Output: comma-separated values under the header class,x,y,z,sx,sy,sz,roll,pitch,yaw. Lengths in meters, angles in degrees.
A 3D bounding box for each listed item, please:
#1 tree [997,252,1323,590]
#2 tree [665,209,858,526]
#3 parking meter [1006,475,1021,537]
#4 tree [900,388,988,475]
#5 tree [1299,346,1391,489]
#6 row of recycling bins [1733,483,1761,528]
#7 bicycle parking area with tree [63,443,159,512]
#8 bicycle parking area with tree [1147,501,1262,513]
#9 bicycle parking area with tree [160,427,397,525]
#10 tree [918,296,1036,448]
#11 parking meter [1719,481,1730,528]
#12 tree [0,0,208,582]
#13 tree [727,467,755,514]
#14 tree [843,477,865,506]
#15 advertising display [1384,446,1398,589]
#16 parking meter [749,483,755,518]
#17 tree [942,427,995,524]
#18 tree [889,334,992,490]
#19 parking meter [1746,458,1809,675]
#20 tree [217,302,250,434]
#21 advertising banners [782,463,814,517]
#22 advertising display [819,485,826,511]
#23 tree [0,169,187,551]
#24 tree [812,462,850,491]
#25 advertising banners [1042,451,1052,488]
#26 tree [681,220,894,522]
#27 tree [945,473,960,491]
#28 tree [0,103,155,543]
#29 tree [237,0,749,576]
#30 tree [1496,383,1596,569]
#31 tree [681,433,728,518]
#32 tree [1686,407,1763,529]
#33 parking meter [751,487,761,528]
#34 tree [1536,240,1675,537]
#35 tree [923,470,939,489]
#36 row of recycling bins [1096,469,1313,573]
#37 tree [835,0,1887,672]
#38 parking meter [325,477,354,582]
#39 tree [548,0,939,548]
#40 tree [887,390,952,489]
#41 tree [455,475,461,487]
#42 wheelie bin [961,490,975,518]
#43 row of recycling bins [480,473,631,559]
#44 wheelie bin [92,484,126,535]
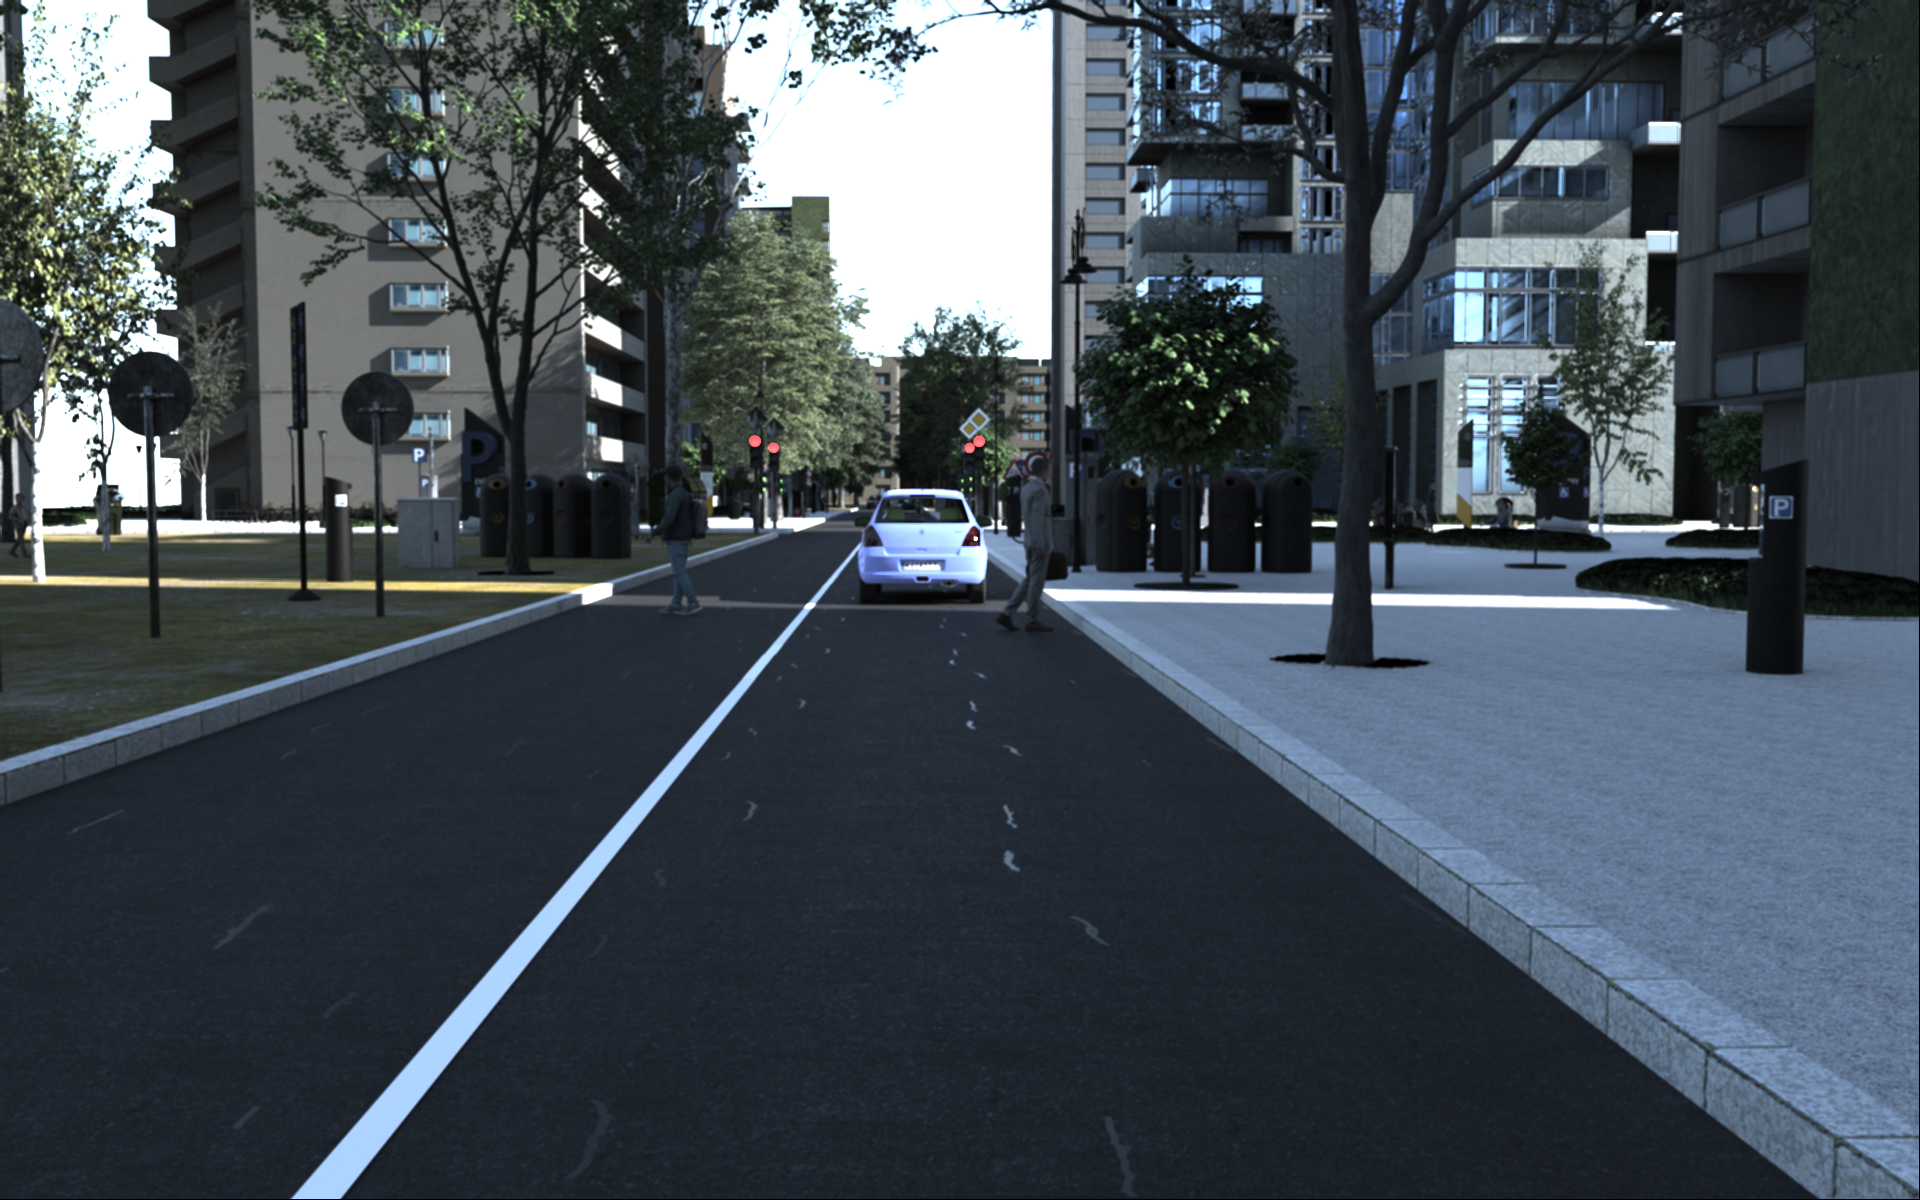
class,x,y,z,sx,sy,sz,roll,pitch,yaw
tree,3.124,-2.453,23.818,4.285,4.588,4.351,0,3,0
tree,-8.046,-9.289,70.003,7.486,12.596,7.792,0,3,0
parking meter,1.610,-2.828,51.943,0.399,1.863,0.255,-2,4,-29
tree,-1.113,-12.842,144.379,8.767,10.594,7.601,1,4,10
tree,18.684,-8.160,83.778,4.737,8.622,4.395,0,3,0
row of recycling bins,31.615,-3.656,66.891,3.534,1.692,1.069,0,4,-5
bicycle parking area with tree,-46.813,-6.872,99.352,9.016,4.147,8.231,-1,4,-20
bicycle parking area with tree,12.367,-6.409,91.795,9.016,4.147,8.231,1,4,17
bicycle parking area with tree,-28.547,-5.463,76.326,9.016,4.147,8.231,0,4,7
tree,0.171,-10.172,92.074,9.928,11.665,9.643,0,3,0
parking meter,28.734,-3.631,65.071,0.255,1.863,0.399,0,4,3
tree,-13.462,-4.585,25.326,4.737,8.622,4.395,0,3,0
tree,-14.143,-7.084,110.421,1.663,3.219,1.824,0,3,0
tree,-11.952,-11.988,190.612,1.663,3.219,1.824,0,3,0
advertising display,5.897,-1.131,23.708,0.123,1.923,0.974,1,4,17
parking meter,-11.159,-5.368,93.475,0.255,1.863,0.399,-3,5,-40
tree,0.870,-5.600,75.269,4.285,4.588,4.351,0,3,0
tree,-1.212,-12.434,121.425,7.486,12.596,7.792,0,3,0
parking meter,5.869,-0.246,12.440,0.372,1.533,0.369,0,3,0
tree,-29.031,-7.060,65.796,4.360,8.622,3.978,0,3,0
advertising banners,-9.258,-6.219,97.864,2.074,3.025,0.090,0,4,0
advertising display,-10.296,-7.622,129.829,0.123,1.923,0.974,1,4,22
tree,-19.328,-5.387,38.446,4.360,8.622,3.978,0,3,0
tree,-10.598,-9.422,137.771,4.285,4.588,4.351,0,3,0
advertising banners,2.919,-4.573,70.963,2.074,3.025,0.090,3,4,37
tree,-8.452,-10.640,80.622,9.857,13.997,8.962,0,3,0
tree,-0.348,-8.234,129.223,1.663,3.219,1.824,0,3,0
tree,-25.313,-7.351,45.945,9.928,11.665,9.643,0,3,0
tree,-7.131,-6.200,27.121,9.928,11.665,9.643,0,3,0
tree,10.165,-2.170,30.085,1.663,3.219,1.824,0,3,0
tree,-13.896,-6.670,92.772,4.285,4.588,4.351,0,3,0
tree,24.693,-4.329,54.487,4.285,4.588,4.351,0,3,0
parking meter,-7.735,-3.533,66.177,0.372,1.533,0.369,0,3,0
tree,18.605,-6.088,49.907,4.737,8.622,4.395,0,3,0
tree,-2.980,-15.687,206.841,4.360,8.622,3.978,0,3,0
row of recycling bins,4.017,-1.317,28.654,3.534,1.692,1.069,0,4,5
tree,3.094,-6.255,12.647,12.009,13.543,11.850,0,3,0
parking meter,-9.096,-1.037,25.373,0.372,1.533,0.369,0,3,0
tree,-5.327,-11.305,40.733,12.611,20.169,13.585,0,3,0
tree,-3.319,-16.500,186.776,9.611,12.733,9.660,0,3,0
tree,-21.501,-5.004,76.422,1.663,3.219,1.824,0,3,0
wheelie bin,0.329,-5.002,89.687,0.980,1.594,0.693,-1,4,-22
row of recycling bins,-8.236,-1.720,35.229,3.534,1.692,1.069,1,4,23
wheelie bin,-26.597,-2.832,54.207,0.980,1.594,0.693,-3,5,-44
